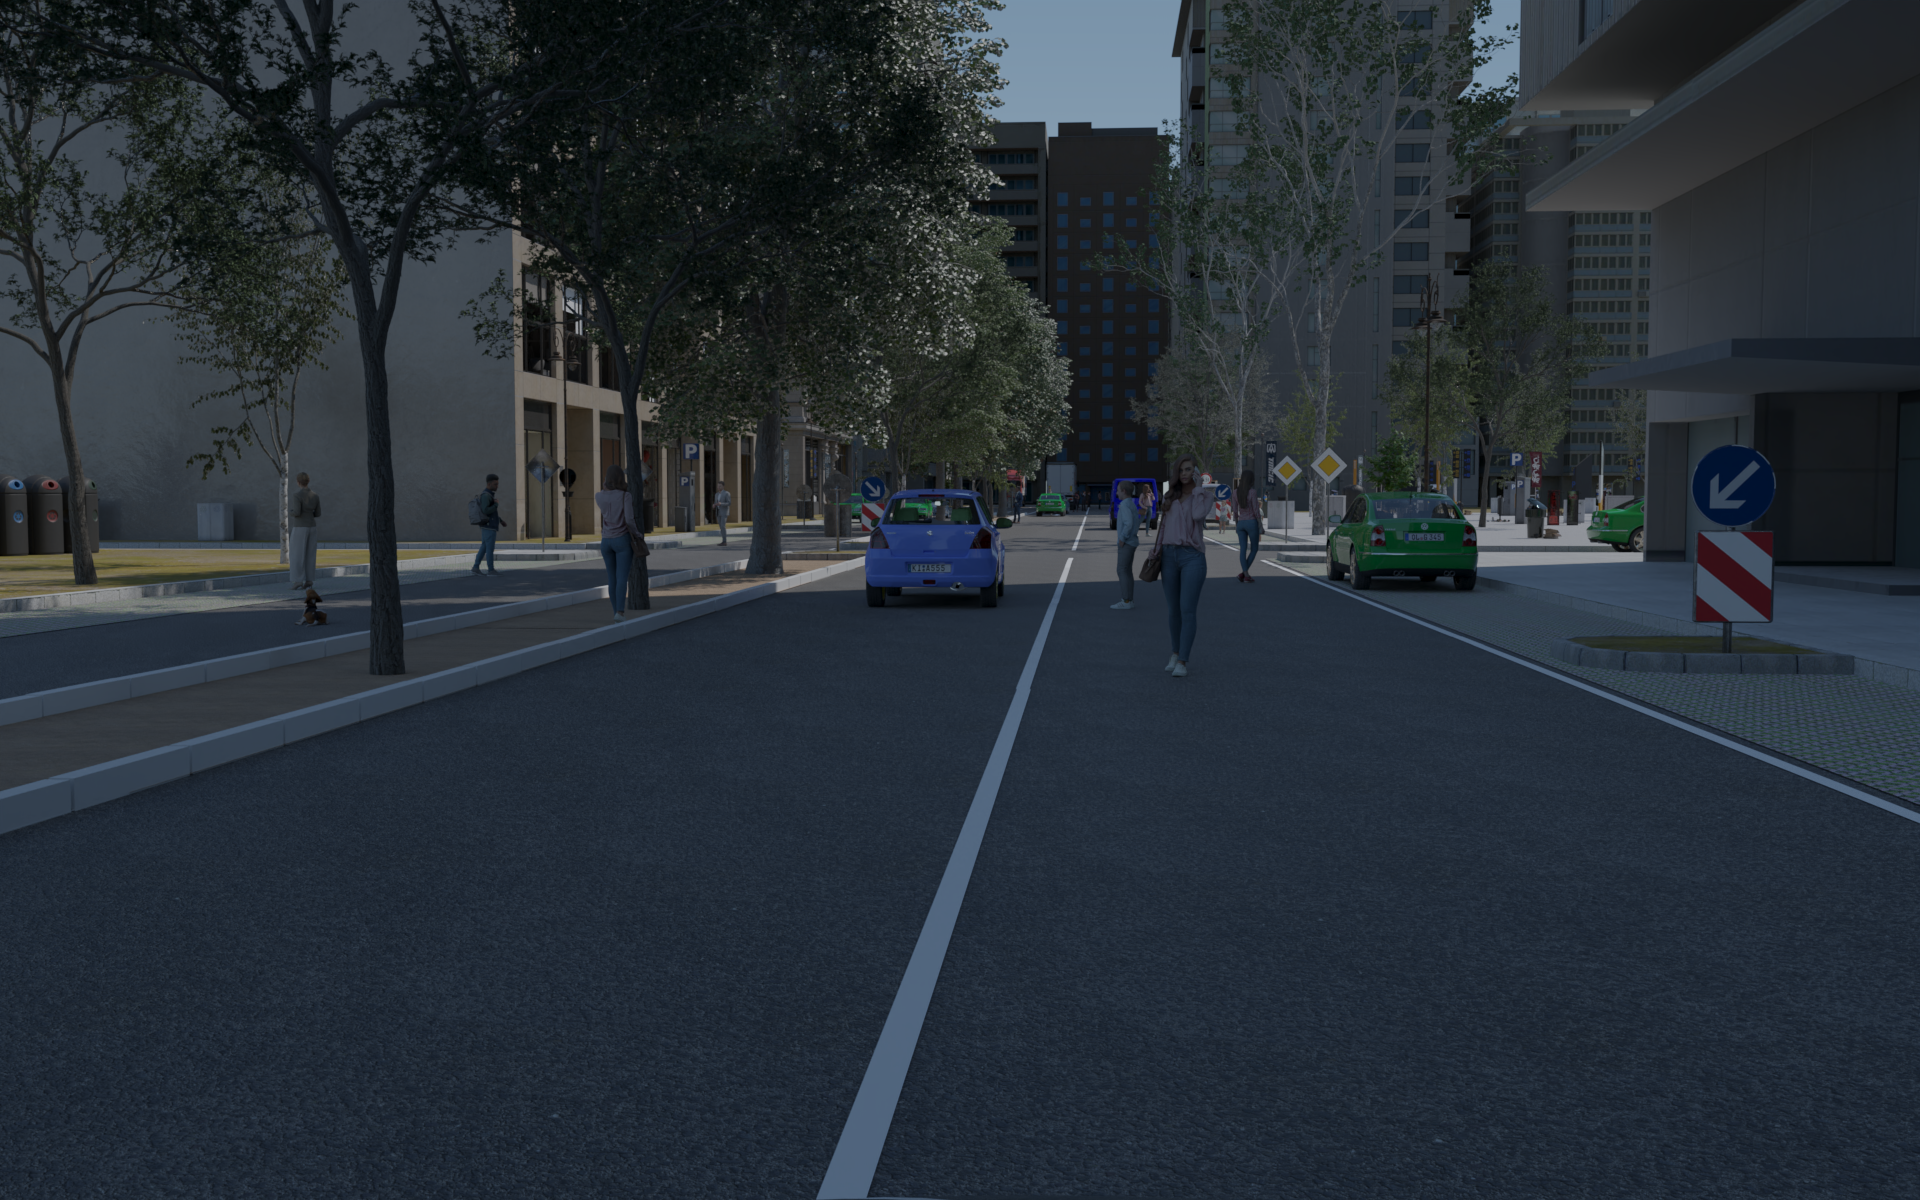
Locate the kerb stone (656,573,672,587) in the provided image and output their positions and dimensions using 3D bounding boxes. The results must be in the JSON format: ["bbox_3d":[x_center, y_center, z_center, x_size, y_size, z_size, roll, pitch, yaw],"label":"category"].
[{"bbox_3d":[-4.697,-0.288,26.906,0.120,0.150,1.000,0,4,4],"label":"kerb stone"}]

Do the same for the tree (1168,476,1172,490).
[{"bbox_3d":[19.637,-10.126,160.165,1.663,3.219,1.824,0,3,0],"label":"tree"}]

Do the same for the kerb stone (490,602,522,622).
[{"bbox_3d":[-5.248,0.151,19.731,0.120,0.150,1.000,0,4,4],"label":"kerb stone"}]

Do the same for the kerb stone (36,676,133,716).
[{"bbox_3d":[-5.881,0.650,11.576,0.120,0.150,1.000,0,4,4],"label":"kerb stone"}]

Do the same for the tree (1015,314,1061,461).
[{"bbox_3d":[-1.709,-6.846,48.802,8.767,10.594,7.601,0,4,4],"label":"tree"}]

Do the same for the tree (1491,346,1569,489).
[{"bbox_3d":[28.059,-8.283,85.796,4.360,8.622,3.978,0,3,0],"label":"tree"}]

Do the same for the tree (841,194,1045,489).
[{"bbox_3d":[-0.796,-8.729,63.298,7.486,12.596,7.792,0,3,0],"label":"tree"}]

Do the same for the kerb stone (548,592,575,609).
[{"bbox_3d":[-5.087,0.025,21.786,0.120,0.150,1.000,0,4,4],"label":"kerb stone"}]

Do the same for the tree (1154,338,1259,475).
[{"bbox_3d":[17.550,-12.610,124.297,7.486,12.596,7.792,0,3,0],"label":"tree"}]

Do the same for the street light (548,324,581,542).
[{"bbox_3d":[-10.585,-4.508,46.498,0.468,5.910,1.993,0,4,4],"label":"street light"}]

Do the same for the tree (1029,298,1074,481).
[{"bbox_3d":[2.632,-12.168,108.053,9.857,13.997,8.962,0,3,0],"label":"tree"}]

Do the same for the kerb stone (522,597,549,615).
[{"bbox_3d":[-5.175,0.092,20.757,0.120,0.150,1.000,0,4,4],"label":"kerb stone"}]

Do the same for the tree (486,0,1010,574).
[{"bbox_3d":[-3.506,-7.442,30.788,9.857,13.997,8.962,0,3,0],"label":"tree"}]

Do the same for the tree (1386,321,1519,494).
[{"bbox_3d":[20.248,-7.496,72.922,4.737,8.622,4.395,0,3,0],"label":"tree"}]

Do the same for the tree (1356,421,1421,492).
[{"bbox_3d":[11.366,-3.143,45.988,1.663,3.219,1.824,0,3,0],"label":"tree"}]

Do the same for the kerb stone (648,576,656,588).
[{"bbox_3d":[-4.772,-0.226,25.886,0.120,0.150,1.000,0,4,4],"label":"kerb stone"}]

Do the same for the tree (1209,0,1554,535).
[{"bbox_3d":[12.012,-12.160,54.703,12.611,20.169,13.585,0,3,0],"label":"tree"}]

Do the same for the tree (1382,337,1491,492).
[{"bbox_3d":[21.110,-7.847,78.654,4.360,8.622,3.978,0,3,0],"label":"tree"}]

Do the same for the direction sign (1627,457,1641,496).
[{"bbox_3d":[41.399,-6.998,106.420,0.876,3.537,0.379,-1,4,-13],"label":"direction sign"}]

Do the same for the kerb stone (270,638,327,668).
[{"bbox_3d":[-5.649,0.463,14.633,0.120,0.150,1.000,0,4,4],"label":"kerb stone"}]

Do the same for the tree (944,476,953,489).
[{"bbox_3d":[-1.322,-11.447,181.764,1.663,3.219,1.824,0,3,0],"label":"tree"}]

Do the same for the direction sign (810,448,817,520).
[{"bbox_3d":[-7.186,-5.670,84.698,0.379,3.537,0.876,1,4,15],"label":"direction sign"}]

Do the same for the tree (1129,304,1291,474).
[{"bbox_3d":[16.103,-12.366,112.558,12.009,13.543,11.850,0,3,0],"label":"tree"}]

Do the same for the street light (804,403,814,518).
[{"bbox_3d":[-7.435,-6.962,86.610,0.468,5.910,1.993,0,4,4],"label":"street light"}]

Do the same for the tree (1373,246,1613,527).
[{"bbox_3d":[20.076,-8.054,66.093,8.767,10.594,7.601,0,4,4],"label":"tree"}]

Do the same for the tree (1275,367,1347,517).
[{"bbox_3d":[19.701,-8.982,97.216,4.737,8.622,4.395,0,3,0],"label":"tree"}]

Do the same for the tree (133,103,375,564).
[{"bbox_3d":[-12.647,-4.984,31.853,4.360,8.622,3.978,0,3,0],"label":"tree"}]

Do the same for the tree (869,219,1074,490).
[{"bbox_3d":[-0.094,-9.323,71.897,9.611,12.733,9.660,0,3,0],"label":"tree"}]

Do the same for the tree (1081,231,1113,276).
[{"bbox_3d":[12.947,-14.218,88.356,12.611,20.169,13.585,0,3,0],"label":"tree"}]

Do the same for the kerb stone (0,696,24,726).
[{"bbox_3d":[-5.955,0.715,10.557,0.120,0.150,1.000,0,4,4],"label":"kerb stone"}]

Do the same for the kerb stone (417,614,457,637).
[{"bbox_3d":[-5.405,0.276,17.690,0.120,0.150,1.000,0,4,4],"label":"kerb stone"}]

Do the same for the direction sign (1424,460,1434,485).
[{"bbox_3d":[31.570,-7.629,116.723,0.379,3.537,0.876,-2,4,-29],"label":"direction sign"}]

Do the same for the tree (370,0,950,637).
[{"bbox_3d":[-3.917,-5.171,21.419,8.767,10.594,7.601,0,4,4],"label":"tree"}]

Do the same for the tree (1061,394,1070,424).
[{"bbox_3d":[1.368,-9.174,86.863,8.767,10.594,7.601,0,4,4],"label":"tree"}]

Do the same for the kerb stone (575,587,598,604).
[{"bbox_3d":[-5.007,-0.038,22.809,0.120,0.150,1.000,0,4,4],"label":"kerb stone"}]

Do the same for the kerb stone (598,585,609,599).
[{"bbox_3d":[-4.935,-0.100,23.832,0.120,0.150,1.000,0,4,4],"label":"kerb stone"}]

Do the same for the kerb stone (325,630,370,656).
[{"bbox_3d":[-5.565,0.400,15.652,0.120,0.150,1.000,0,4,4],"label":"kerb stone"}]

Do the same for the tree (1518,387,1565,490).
[{"bbox_3d":[36.286,-9.780,110.257,4.737,8.622,4.395,0,3,0],"label":"tree"}]

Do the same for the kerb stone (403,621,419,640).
[{"bbox_3d":[-5.486,0.342,16.671,0.120,0.150,1.000,0,4,4],"label":"kerb stone"}]

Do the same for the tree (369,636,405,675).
[{"bbox_3d":[-4.488,-4.702,13.753,8.767,10.594,7.601,0,4,4],"label":"tree"}]

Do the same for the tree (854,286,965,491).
[{"bbox_3d":[-1.827,-6.273,55.391,4.360,8.622,3.978,0,3,0],"label":"tree"}]

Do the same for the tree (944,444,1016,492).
[{"bbox_3d":[1.412,-8.586,93.195,4.737,8.622,4.395,0,3,0],"label":"tree"}]

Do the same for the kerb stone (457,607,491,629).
[{"bbox_3d":[-5.324,0.213,18.712,0.120,0.150,1.000,0,4,4],"label":"kerb stone"}]

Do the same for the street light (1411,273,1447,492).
[{"bbox_3d":[9.803,-3.886,36.326,0.468,5.910,1.993,0,4,4],"label":"street light"}]

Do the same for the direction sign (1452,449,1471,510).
[{"bbox_3d":[25.056,-5.785,86.574,0.876,3.537,0.379,1,4,21],"label":"direction sign"}]

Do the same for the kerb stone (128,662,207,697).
[{"bbox_3d":[-5.807,0.590,12.595,0.120,0.150,1.000,0,4,4],"label":"kerb stone"}]

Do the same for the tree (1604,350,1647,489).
[{"bbox_3d":[33.627,-8.208,84.569,4.360,8.622,3.978,0,3,0],"label":"tree"}]

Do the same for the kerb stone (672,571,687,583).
[{"bbox_3d":[-4.616,-0.349,27.932,0.120,0.150,1.000,0,4,4],"label":"kerb stone"}]

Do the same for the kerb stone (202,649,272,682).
[{"bbox_3d":[-5.722,0.525,13.613,0.120,0.150,1.000,0,4,4],"label":"kerb stone"}]

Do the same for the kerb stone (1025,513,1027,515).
[{"bbox_3d":[4.238,-5.688,115.193,0.120,0.150,1.000,0,4,4],"label":"kerb stone"}]
